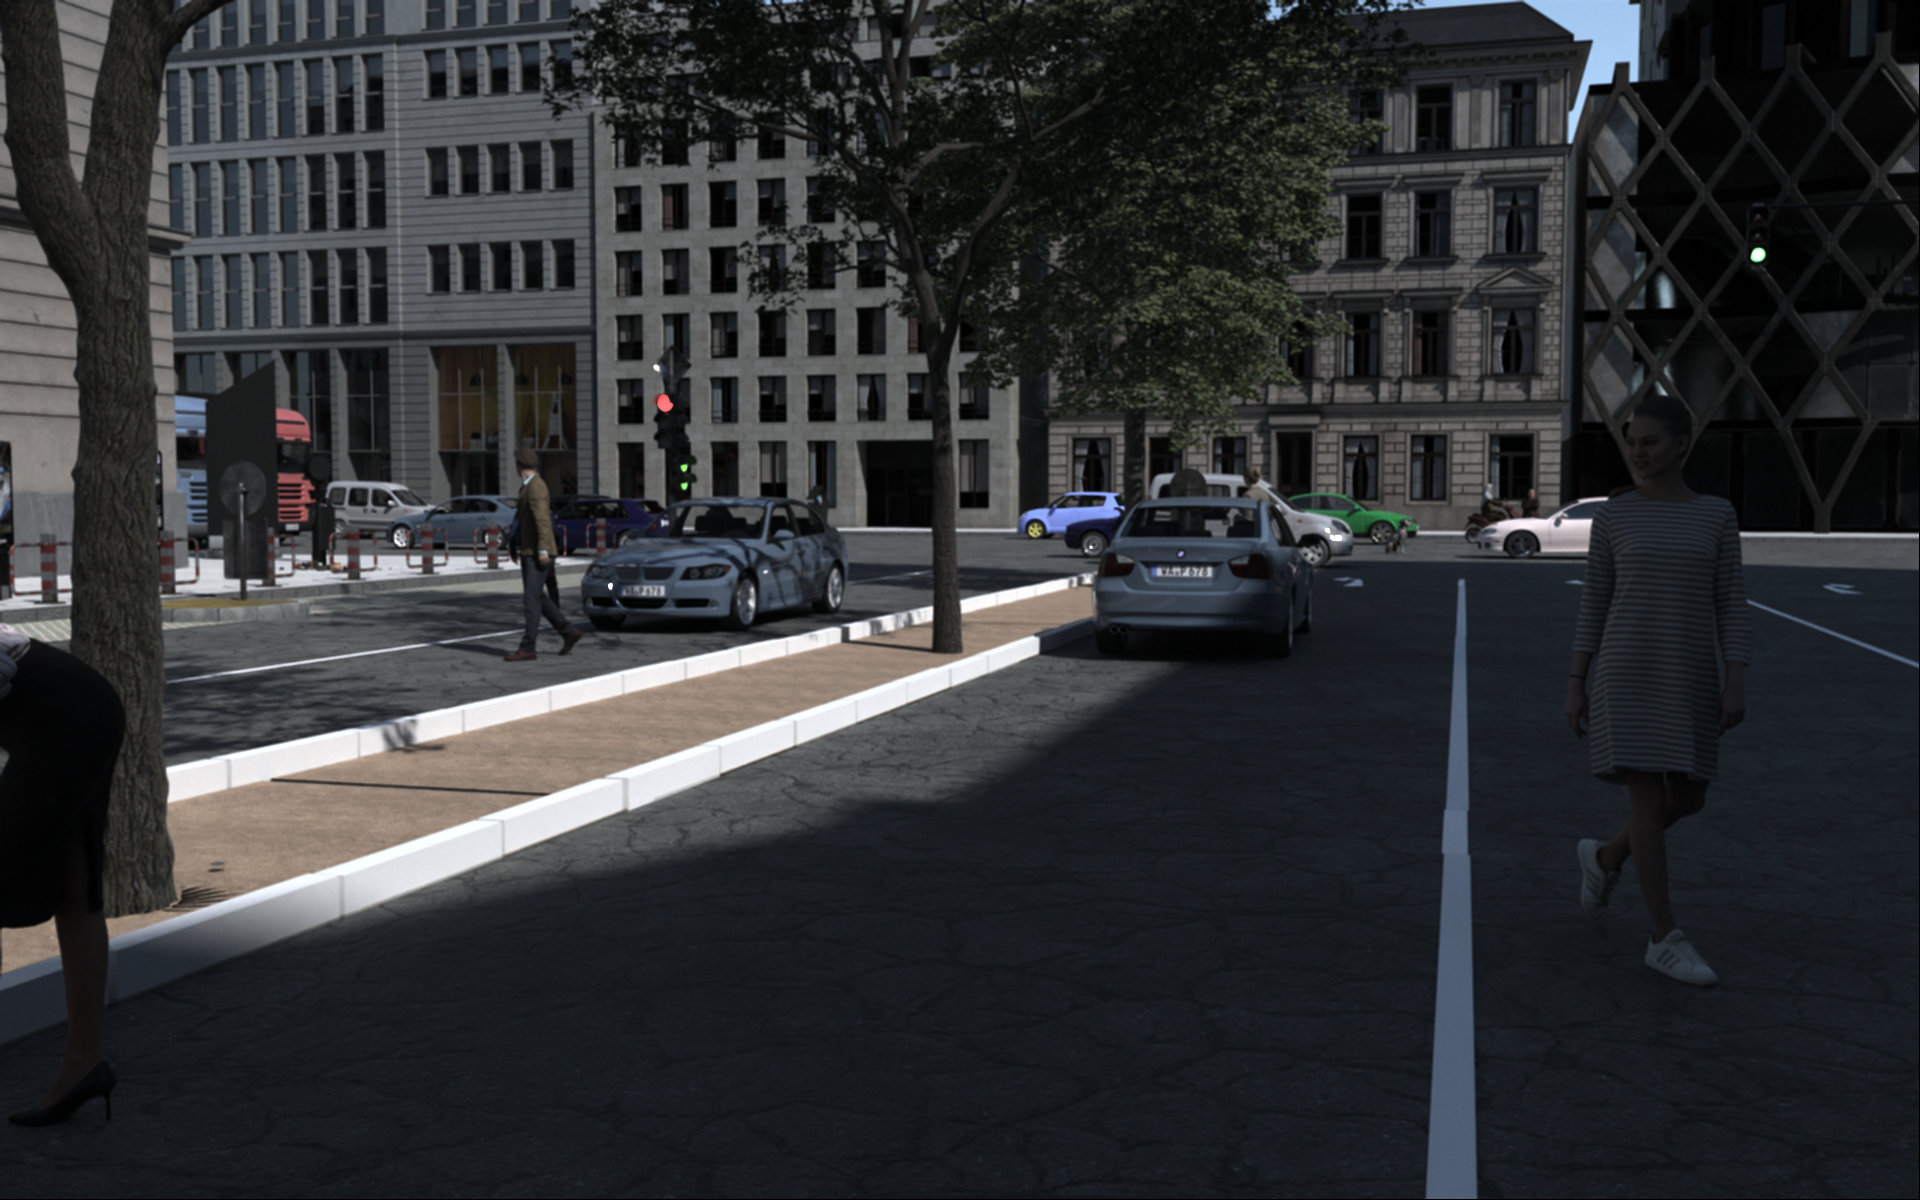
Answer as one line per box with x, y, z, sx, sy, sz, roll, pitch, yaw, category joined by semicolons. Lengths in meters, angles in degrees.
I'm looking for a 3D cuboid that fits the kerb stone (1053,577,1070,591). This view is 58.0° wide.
1.423;-0.211;25.653;0.120;0.150;1.000;1;4;16;kerb stone

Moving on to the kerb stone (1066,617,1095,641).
1.158;0.304;17.227;0.120;0.150;1.000;1;4;16;kerb stone

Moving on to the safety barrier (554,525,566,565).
-7.396;-1.039;31.259;0.300;0.817;1.120;1;4;16;safety barrier

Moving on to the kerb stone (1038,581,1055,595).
1.141;-0.143;24.667;0.120;0.150;1.000;1;4;16;kerb stone

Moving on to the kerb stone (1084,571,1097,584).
1.992;-0.333;27.638;0.120;0.150;1.000;1;4;16;kerb stone

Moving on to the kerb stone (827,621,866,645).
-1.156;0.336;16.773;0.120;0.150;1.000;1;4;16;kerb stone

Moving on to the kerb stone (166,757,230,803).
-3.733;0.876;7.890;0.120;0.150;1.000;1;4;16;kerb stone

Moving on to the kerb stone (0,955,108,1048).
-2.575;1.091;4.369;0.120;0.150;1.000;1;4;16;kerb stone

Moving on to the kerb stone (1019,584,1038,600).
0.850;-0.089;23.675;0.120;0.150;1.000;1;4;16;kerb stone

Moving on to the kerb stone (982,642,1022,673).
0.308;0.485;14.270;0.120;0.150;1.000;1;4;16;kerb stone

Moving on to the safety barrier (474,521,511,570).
-7.934;-0.925;29.402;0.300;0.817;1.120;1;4;16;safety barrier

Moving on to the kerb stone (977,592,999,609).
0.268;0.032;21.708;0.120;0.150;1.000;1;4;16;kerb stone

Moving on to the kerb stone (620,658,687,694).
-2.309;0.573;12.821;0.120;0.150;1.000;1;4;16;kerb stone

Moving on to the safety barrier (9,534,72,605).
-10.616;-0.361;20.180;0.300;0.817;1.120;1;4;16;safety barrier

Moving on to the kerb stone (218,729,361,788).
-3.445;0.815;8.878;0.120;0.150;1.000;1;4;16;kerb stone

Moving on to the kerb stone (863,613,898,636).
-0.870;0.271;17.758;0.120;0.150;1.000;1;4;16;kerb stone

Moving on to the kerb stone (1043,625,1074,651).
0.880;0.367;16.240;0.120;0.150;1.000;1;4;16;kerb stone

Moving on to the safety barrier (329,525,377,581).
-9.006;-0.700;25.721;0.300;0.817;1.120;1;4;16;safety barrier

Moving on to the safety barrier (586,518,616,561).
-6.859;-1.152;33.115;0.300;0.817;1.120;1;4;16;safety barrier

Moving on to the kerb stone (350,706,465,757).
-3.165;0.755;9.865;0.120;0.150;1.000;1;4;16;kerb stone

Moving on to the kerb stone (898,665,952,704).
-0.276;0.606;12.292;0.120;0.150;1.000;1;4;16;kerb stone

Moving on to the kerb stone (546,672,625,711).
-2.594;0.636;11.835;0.120;0.150;1.000;1;4;16;kerb stone

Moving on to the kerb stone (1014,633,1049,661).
0.586;0.424;15.257;0.120;0.150;1.000;1;4;16;kerb stone

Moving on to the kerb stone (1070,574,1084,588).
1.711;-0.272;26.643;0.120;0.150;1.000;1;4;16;kerb stone

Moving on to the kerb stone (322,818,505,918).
-1.999;0.975;6.349;0.120;0.150;1.000;1;4;16;kerb stone

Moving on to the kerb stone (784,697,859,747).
-0.843;0.727;10.312;0.120;0.150;1.000;1;4;16;kerb stone

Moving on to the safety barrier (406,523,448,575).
-8.474;-0.813;27.563;0.300;0.817;1.120;1;4;16;safety barrier

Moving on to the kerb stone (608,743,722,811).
-1.416;0.848;8.327;0.120;0.150;1.000;1;4;16;kerb stone

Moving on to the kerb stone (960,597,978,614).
-0.013;0.096;20.718;0.120;0.150;1.000;1;4;16;kerb stone

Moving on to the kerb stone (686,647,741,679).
-2.021;0.518;13.820;0.120;0.150;1.000;1;4;16;kerb stone

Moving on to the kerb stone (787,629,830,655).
-1.437;0.399;15.787;0.120;0.150;1.000;1;4;16;kerb stone

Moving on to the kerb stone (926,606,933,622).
-0.296;0.152;19.732;0.120;0.150;1.000;1;4;16;kerb stone

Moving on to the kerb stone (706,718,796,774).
-1.136;0.787;9.325;0.120;0.150;1.000;1;4;16;kerb stone

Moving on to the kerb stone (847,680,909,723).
-0.559;0.666;11.299;0.120;0.150;1.000;1;4;16;kerb stone

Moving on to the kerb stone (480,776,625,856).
-1.717;0.913;7.336;0.120;0.150;1.000;1;4;16;kerb stone

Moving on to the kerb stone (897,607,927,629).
-0.587;0.211;18.744;0.120;0.150;1.000;1;4;16;kerb stone

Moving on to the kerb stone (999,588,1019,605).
0.565;-0.030;22.690;0.120;0.150;1.000;1;4;16;kerb stone

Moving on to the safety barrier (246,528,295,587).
-9.538;-0.587;23.879;0.300;0.817;1.120;1;4;16;safety barrier

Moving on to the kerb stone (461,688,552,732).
-2.879;0.697;10.850;0.120;0.150;1.000;1;4;16;kerb stone

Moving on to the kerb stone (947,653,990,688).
0.020;0.550;13.285;0.120;0.150;1.000;1;4;16;kerb stone

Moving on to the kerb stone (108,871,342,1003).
-2.285;1.029;5.364;0.120;0.150;1.000;1;4;16;kerb stone

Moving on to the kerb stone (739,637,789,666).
-1.729;0.452;14.803;0.120;0.150;1.000;1;4;16;kerb stone

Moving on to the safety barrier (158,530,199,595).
-10.079;-0.474;22.027;0.300;0.817;1.120;1;4;16;safety barrier
